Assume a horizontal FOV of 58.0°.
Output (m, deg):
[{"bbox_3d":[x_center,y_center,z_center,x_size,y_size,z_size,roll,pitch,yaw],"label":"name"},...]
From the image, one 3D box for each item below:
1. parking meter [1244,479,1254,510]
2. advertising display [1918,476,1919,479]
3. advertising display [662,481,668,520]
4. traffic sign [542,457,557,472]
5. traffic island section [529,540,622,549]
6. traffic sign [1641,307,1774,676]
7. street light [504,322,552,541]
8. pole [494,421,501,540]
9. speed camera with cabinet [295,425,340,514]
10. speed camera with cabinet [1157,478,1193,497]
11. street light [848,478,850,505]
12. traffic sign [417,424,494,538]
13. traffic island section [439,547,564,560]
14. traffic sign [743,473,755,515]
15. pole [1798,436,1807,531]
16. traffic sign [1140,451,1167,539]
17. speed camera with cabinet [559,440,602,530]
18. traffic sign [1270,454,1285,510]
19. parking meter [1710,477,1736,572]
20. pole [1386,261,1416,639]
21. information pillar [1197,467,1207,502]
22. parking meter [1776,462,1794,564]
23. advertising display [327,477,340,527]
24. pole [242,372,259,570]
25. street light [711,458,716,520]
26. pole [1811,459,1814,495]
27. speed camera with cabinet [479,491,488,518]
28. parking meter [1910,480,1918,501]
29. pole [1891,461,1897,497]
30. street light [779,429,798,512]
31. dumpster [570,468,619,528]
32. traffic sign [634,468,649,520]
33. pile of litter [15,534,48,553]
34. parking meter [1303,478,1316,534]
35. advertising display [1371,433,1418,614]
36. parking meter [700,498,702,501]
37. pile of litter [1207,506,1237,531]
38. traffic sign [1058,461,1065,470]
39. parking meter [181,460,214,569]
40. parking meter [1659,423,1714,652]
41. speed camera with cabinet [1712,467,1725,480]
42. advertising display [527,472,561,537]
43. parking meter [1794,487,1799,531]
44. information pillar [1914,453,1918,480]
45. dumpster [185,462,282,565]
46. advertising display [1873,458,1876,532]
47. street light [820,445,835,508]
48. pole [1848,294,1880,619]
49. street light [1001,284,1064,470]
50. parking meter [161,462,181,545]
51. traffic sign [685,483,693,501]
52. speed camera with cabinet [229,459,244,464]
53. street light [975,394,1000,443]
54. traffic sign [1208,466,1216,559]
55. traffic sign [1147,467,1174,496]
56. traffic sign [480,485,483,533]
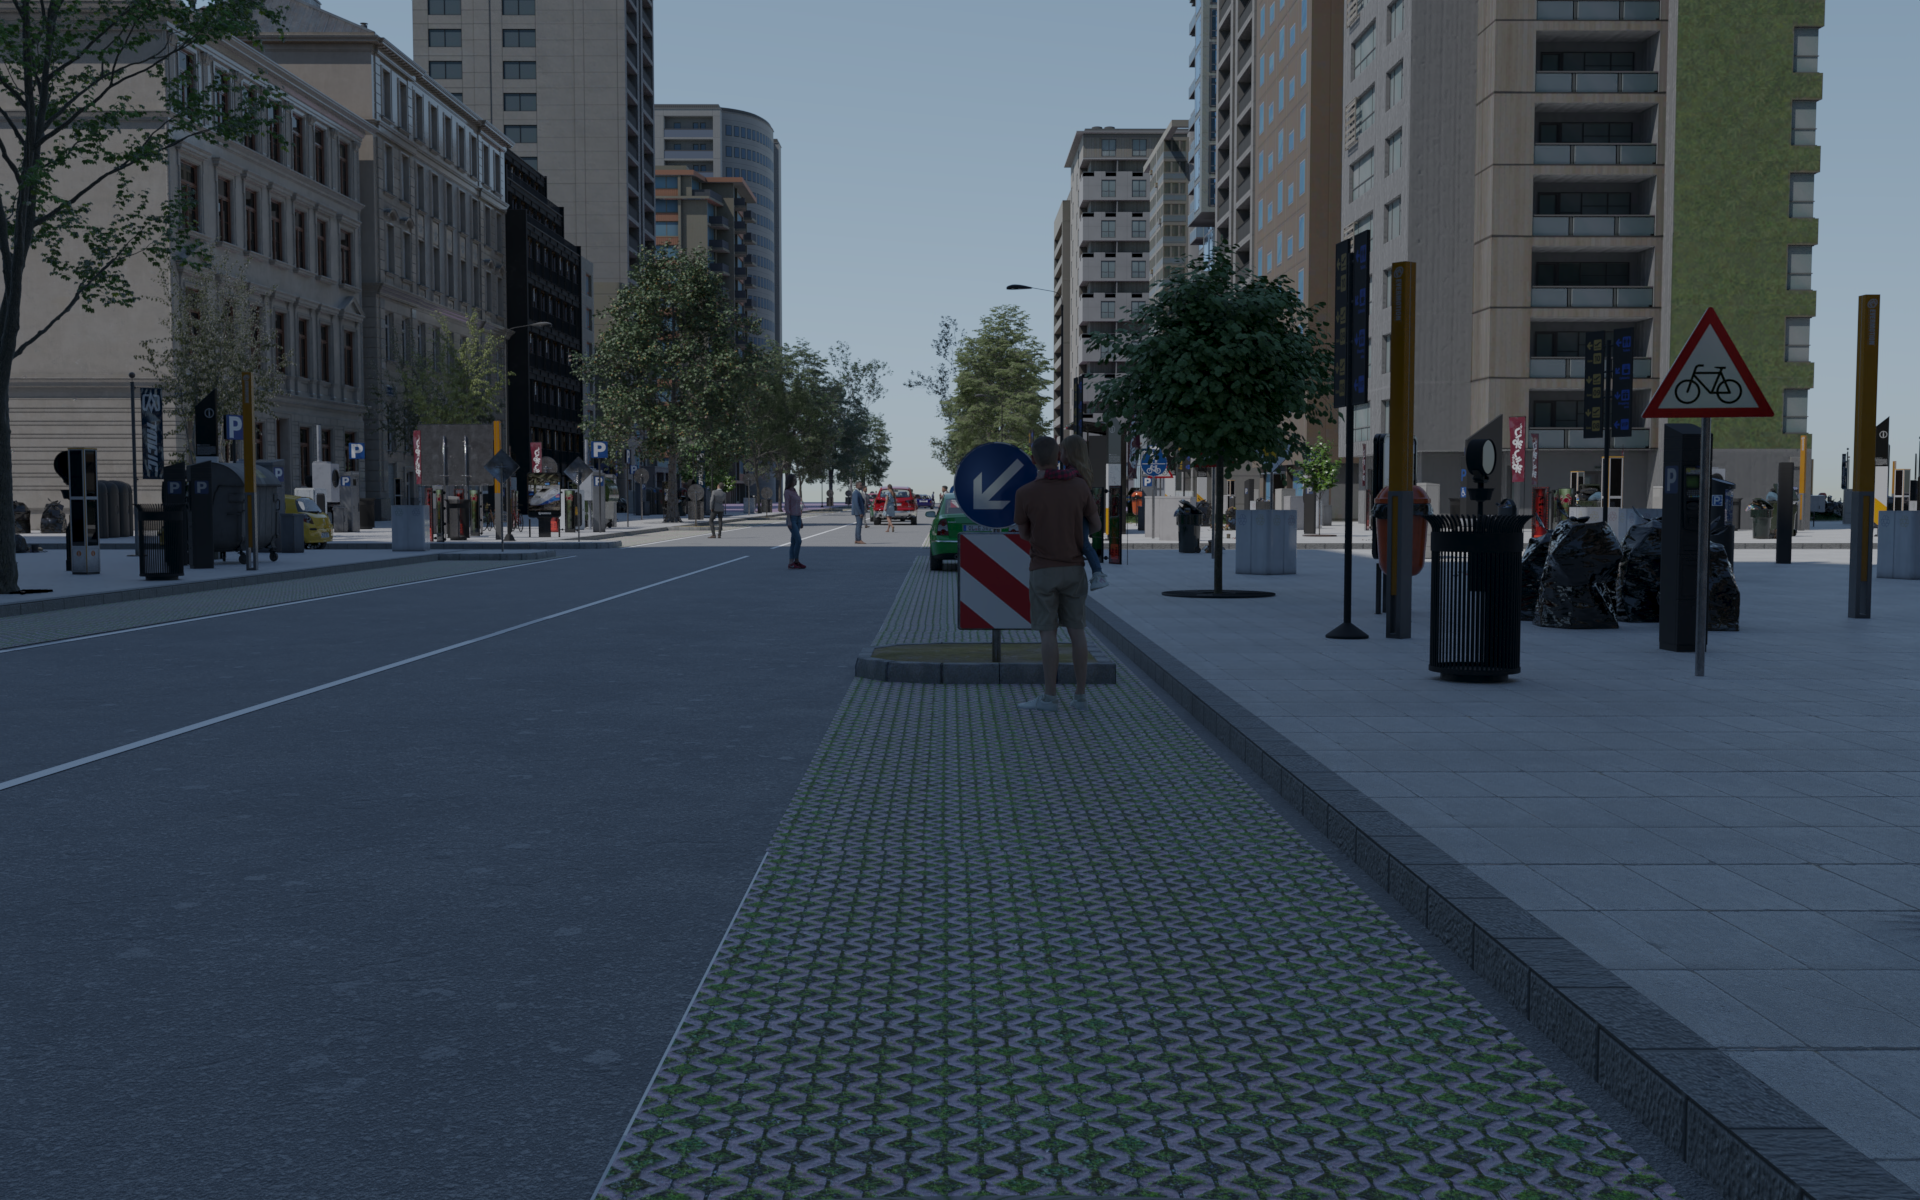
[{"bbox_3d":[11.134,-3.731,66.719,0.255,1.863,0.399,-1,4,-18],"label":"parking meter"},{"bbox_3d":[33.754,-3.368,60.276,0.974,1.923,0.123,-1,4,-13],"label":"advertising display"},{"bbox_3d":[-14.379,-4.896,85.255,0.123,1.923,0.974,1,4,18],"label":"advertising display"},{"bbox_3d":[-14.126,-3.610,59.133,0.768,2.556,0.104,0,4,2],"label":"traffic sign"},{"bbox_3d":[-10.258,-1.484,46.540,2.009,0.180,2.903,0,4,0],"label":"traffic island section"},{"bbox_3d":[5.216,-0.742,12.140,0.884,2.594,0.081,0,4,7],"label":"traffic sign"},{"bbox_3d":[-11.719,-4.550,46.933,1.470,5.913,1.316,0,4,0],"label":"street light"},{"bbox_3d":[-12.926,-3.342,48.485,0.158,3.312,0.155,0,3,0],"label":"pole"},{"bbox_3d":[-18.181,-3.344,49.017,0.660,3.252,2.038,0,4,0],"label":"speed camera with cabinet"},{"bbox_3d":[10.748,-5.696,87.464,2.038,3.252,0.660,0,4,5],"label":"speed camera with cabinet"},{"bbox_3d":[-12.710,-14.288,206.143,1.470,5.913,1.316,0,4,0],"label":"street light"},{"bbox_3d":[-14.657,-3.451,50.302,2.265,3.308,0.079,0,4,6],"label":"traffic sign"},{"bbox_3d":[-10.204,-0.995,38.556,2.009,0.180,2.903,0,4,0],"label":"traffic island section"},{"bbox_3d":[-12.733,-6.381,104.436,0.768,2.556,0.104,0,4,3],"label":"traffic sign"},{"bbox_3d":[29.428,-4.076,60.485,0.158,3.312,0.155,0,3,0],"label":"pole"},{"bbox_3d":[5.568,-3.042,49.836,0.768,2.556,0.104,0,4,6],"label":"traffic sign"},{"bbox_3d":[-13.662,-4.149,62.168,0.660,3.252,2.038,2,4,25],"label":"speed camera with cabinet"},{"bbox_3d":[5.259,-1.717,29.251,0.795,2.450,0.064,0,4,4],"label":"traffic sign"},{"bbox_3d":[11.329,-1.062,25.781,0.372,1.533,0.369,0,3,0],"label":"parking meter"},{"bbox_3d":[3.904,-1.314,15.321,0.158,3.312,0.155,0,3,0],"label":"pole"},{"bbox_3d":[11.915,-5.738,85.168,0.504,3.616,0.183,-1,4,-10],"label":"information pillar"},{"bbox_3d":[15.218,-1.605,31.953,0.255,1.863,0.399,2,4,24],"label":"parking meter"},{"bbox_3d":[-23.762,-3.718,66.001,0.974,1.923,0.123,1,4,16],"label":"advertising display"},{"bbox_3d":[-11.908,-2.153,29.047,0.158,3.312,0.155,0,3,0],"label":"pole"},{"bbox_3d":[-11.946,-7.015,87.239,1.470,5.913,1.316,0,4,0],"label":"street light"},{"bbox_3d":[49.440,-6.529,100.595,0.158,3.312,0.155,0,3,0],"label":"pole"},{"bbox_3d":[-24.515,-5.888,90.612,0.660,3.252,2.038,2,4,32],"label":"speed camera with cabinet"},{"bbox_3d":[39.582,-4.041,71.782,0.399,1.863,0.255,-2,4,-30],"label":"parking meter"},{"bbox_3d":[57.552,-6.906,106.748,0.158,3.312,0.155,0,3,0],"label":"pole"},{"bbox_3d":[-12.163,-9.193,122.843,1.470,5.913,1.316,0,4,0],"label":"street light"},{"bbox_3d":[-13.681,-3.809,64.766,1.502,2.255,1.985,0,4,0],"label":"dumpster"},{"bbox_3d":[-15.607,-5.184,84.859,0.768,2.556,0.104,0,4,8],"label":"traffic sign"},{"bbox_3d":[-20.938,-1.462,37.875,1.719,0.858,1.176,0,4,8],"label":"pile of litter"},{"bbox_3d":[11.204,-3.046,55.513,0.399,1.863,0.255,1,4,22],"label":"parking meter"},{"bbox_3d":[4.713,-0.830,18.783,0.123,1.923,0.974,3,4,36],"label":"advertising display"},{"bbox_3d":[-15.796,-6.006,106.607,0.372,1.533,0.369,0,3,0],"label":"parking meter"},{"bbox_3d":[9.355,-2.891,61.236,1.719,0.858,1.176,-3,4,-36],"label":"pile of litter"},{"bbox_3d":[3.830,-3.997,65.458,0.768,2.556,0.104,0,4,1],"label":"traffic sign"},{"bbox_3d":[-13.084,-1.473,29.788,0.399,1.863,0.255,-3,4,-39],"label":"parking meter"},{"bbox_3d":[5.928,-0.516,14.143,0.255,1.863,0.399,0,4,-4],"label":"parking meter"},{"bbox_3d":[47.127,-6.922,107.506,2.038,3.252,0.660,-1,4,-18],"label":"speed camera with cabinet"},{"bbox_3d":[-12.298,-2.815,51.247,0.974,1.923,0.123,-1,4,-14],"label":"advertising display"},{"bbox_3d":[27.610,-3.002,57.487,0.372,1.533,0.369,0,3,0],"label":"parking meter"},{"bbox_3d":[55.110,-6.638,99.888,0.183,3.616,0.504,3,4,36],"label":"information pillar"},{"bbox_3d":[-13.552,-1.616,32.176,1.264,1.857,1.865,0,4,0],"label":"dumpster"},{"bbox_3d":[16.254,-1.576,30.977,0.123,1.923,0.974,2,4,31],"label":"advertising display"},{"bbox_3d":[-12.459,-11.658,163.147,1.470,5.913,1.316,0,4,0],"label":"street light"},{"bbox_3d":[9.302,-1.466,17.817,0.158,3.312,0.155,0,3,0],"label":"pole"},{"bbox_3d":[1.724,-4.034,38.504,1.470,5.913,1.316,0,4,0],"label":"street light"},{"bbox_3d":[-14.068,-1.547,31.005,0.399,1.863,0.255,-2,4,-25],"label":"parking meter"},{"bbox_3d":[-14.733,-5.827,95.278,0.884,2.594,0.081,0,4,7],"label":"traffic sign"},{"bbox_3d":[-19.327,-3.183,46.386,0.660,3.252,2.038,-2,4,-30],"label":"speed camera with cabinet"},{"bbox_3d":[1.413,-6.617,80.733,1.470,5.913,1.316,0,4,0],"label":"street light"},{"bbox_3d":[5.024,-2.099,34.315,0.884,2.594,0.081,0,4,5],"label":"traffic sign"},{"bbox_3d":[6.740,-3.563,58.257,0.884,2.594,0.081,0,4,8],"label":"traffic sign"},{"bbox_3d":[-15.330,-3.385,55.449,0.768,2.556,0.104,0,4,5],"label":"traffic sign"}]
